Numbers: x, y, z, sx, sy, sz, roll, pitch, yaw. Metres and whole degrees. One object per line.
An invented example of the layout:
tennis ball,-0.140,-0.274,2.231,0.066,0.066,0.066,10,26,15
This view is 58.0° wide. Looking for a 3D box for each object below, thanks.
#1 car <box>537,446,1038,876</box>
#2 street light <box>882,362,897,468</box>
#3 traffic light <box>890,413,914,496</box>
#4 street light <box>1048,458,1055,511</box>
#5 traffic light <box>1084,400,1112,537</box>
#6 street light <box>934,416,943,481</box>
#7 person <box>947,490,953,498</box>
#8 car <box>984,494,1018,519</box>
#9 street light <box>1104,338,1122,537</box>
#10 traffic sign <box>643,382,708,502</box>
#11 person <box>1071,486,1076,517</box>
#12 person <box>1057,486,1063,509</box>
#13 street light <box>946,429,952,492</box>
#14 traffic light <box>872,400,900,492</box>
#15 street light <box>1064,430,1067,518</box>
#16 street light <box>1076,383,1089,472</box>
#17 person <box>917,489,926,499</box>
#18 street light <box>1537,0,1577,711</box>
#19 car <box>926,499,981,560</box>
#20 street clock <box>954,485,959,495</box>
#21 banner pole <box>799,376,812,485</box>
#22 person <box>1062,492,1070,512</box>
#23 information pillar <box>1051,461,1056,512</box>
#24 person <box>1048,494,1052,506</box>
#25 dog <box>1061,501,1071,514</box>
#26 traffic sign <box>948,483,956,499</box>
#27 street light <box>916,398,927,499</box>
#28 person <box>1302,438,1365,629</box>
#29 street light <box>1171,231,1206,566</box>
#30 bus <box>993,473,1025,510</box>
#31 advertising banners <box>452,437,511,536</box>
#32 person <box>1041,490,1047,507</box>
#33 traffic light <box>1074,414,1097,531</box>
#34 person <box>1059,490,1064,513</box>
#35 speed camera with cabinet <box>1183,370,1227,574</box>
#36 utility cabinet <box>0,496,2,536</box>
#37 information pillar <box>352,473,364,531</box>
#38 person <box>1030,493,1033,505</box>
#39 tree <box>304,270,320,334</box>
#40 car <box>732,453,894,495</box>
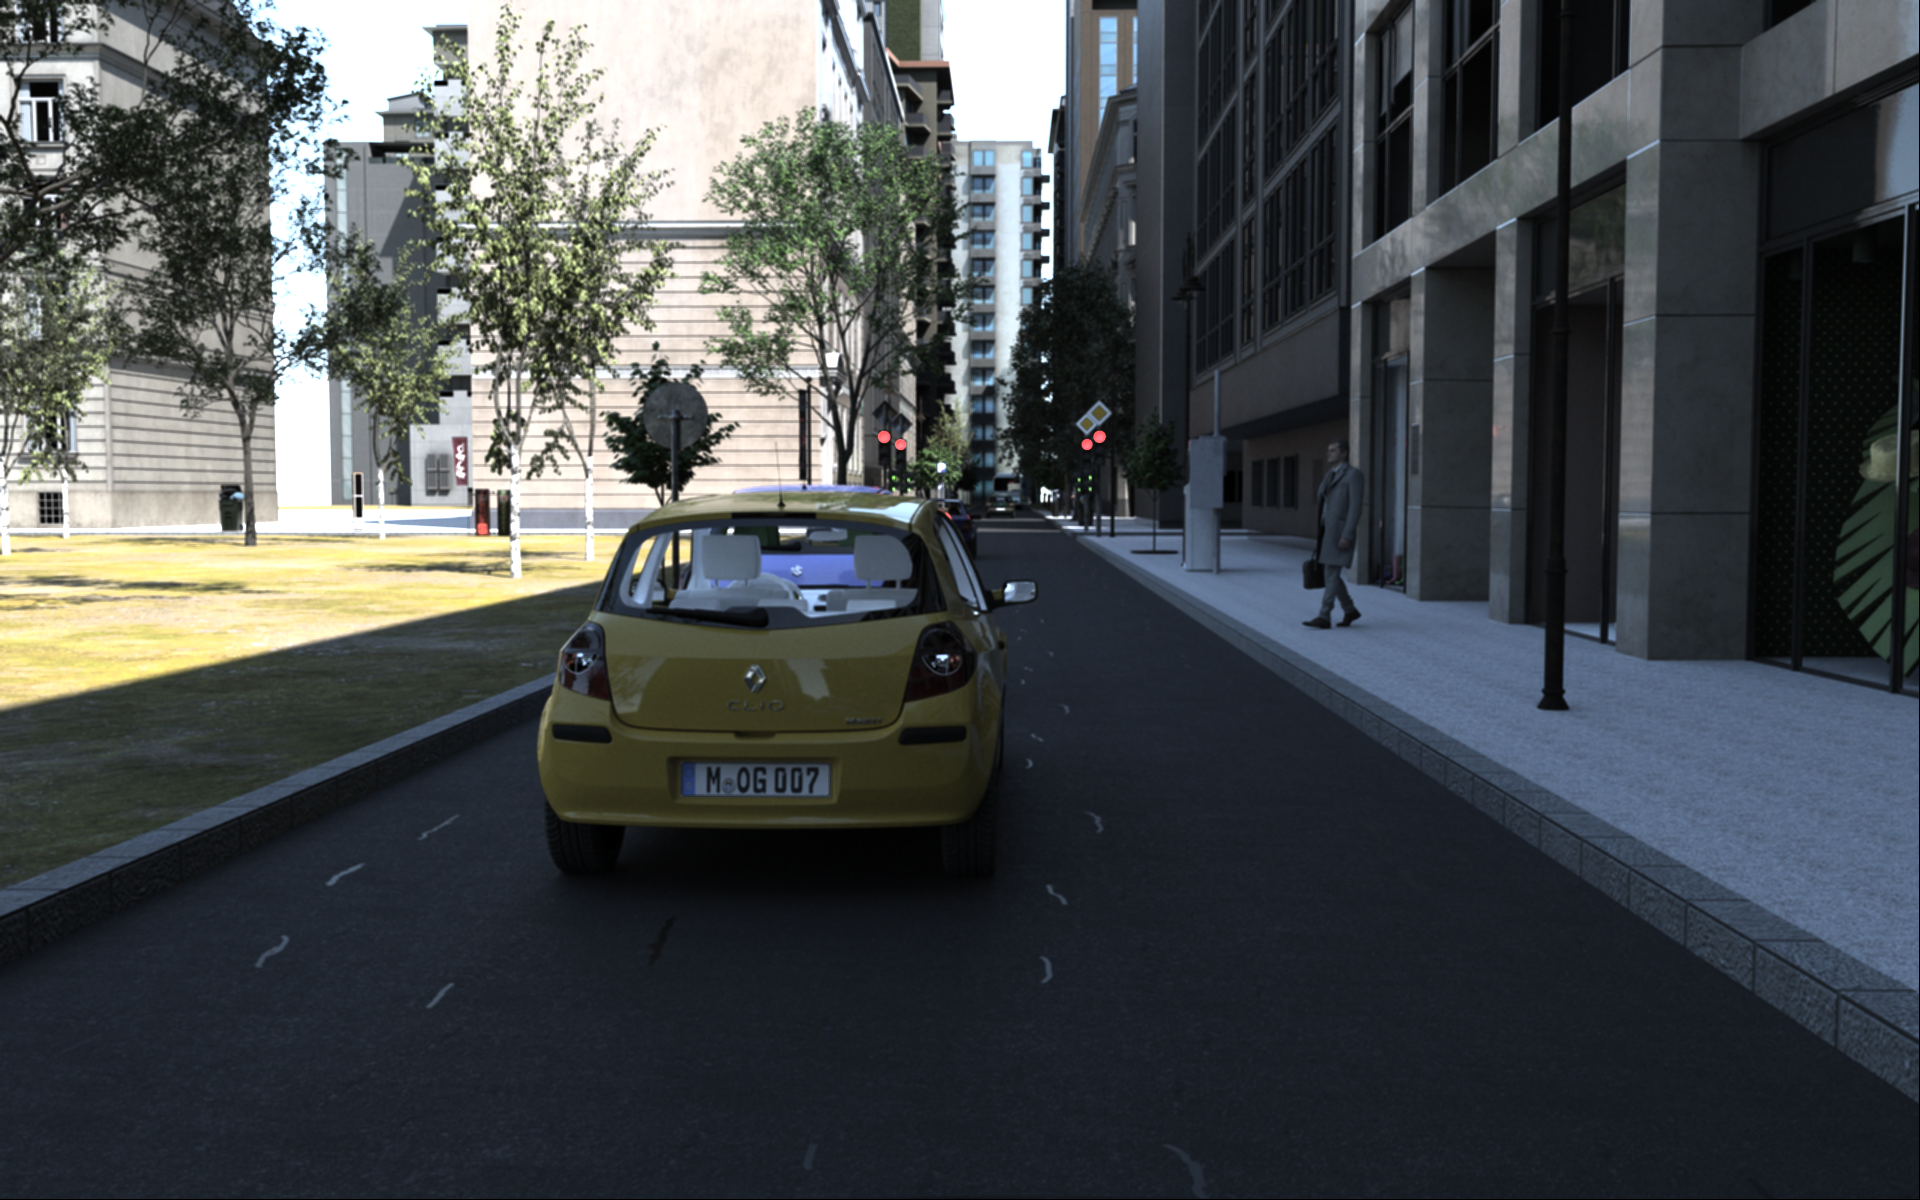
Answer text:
car,-0.644,0.139,7.955,2.015,1.641,3.980,0,4,2
street light,-2.457,-5.376,60.687,0.468,5.910,1.993,0,4,2
traffic light,-2.013,-4.340,59.879,0.839,4.253,0.868,0,4,2
street light,6.205,-8.617,113.681,0.468,5.910,1.993,0,4,2
traffic light,4.130,-3.842,51.741,0.839,4.253,0.868,0,4,2
street light,-1.275,-7.912,102.142,0.468,5.910,1.993,0,4,2
person,-0.806,-8.532,145.558,0.705,1.822,1.348,-1,4,-20
car,2.394,-5.652,102.200,2.009,1.686,4.222,0,4,1
street light,4.535,-4.806,51.366,0.468,5.910,1.993,0,4,2
traffic sign,-3.241,-1.198,19.699,0.768,2.556,0.104,0,4,8
person,6.425,-5.585,97.550,0.606,1.804,0.583,3,5,44
person,6.277,-6.417,111.307,0.623,1.781,0.721,-1,4,-17
street light,-0.740,-9.152,122.427,0.468,5.910,1.993,0,4,2
traffic light,-2.229,-3.852,51.897,0.839,4.253,0.868,0,4,2
street light,5.700,-7.379,93.429,0.468,5.910,1.993,0,4,2
street light,5.126,-6.101,72.546,0.468,5.910,1.993,0,4,2
person,-2.447,-6.437,111.681,0.661,1.777,0.834,2,4,35
street light,3.544,-2.286,10.171,0.468,5.910,1.993,0,4,2
car,-0.494,-1.630,39.232,1.945,1.354,3.894,0,4,1
street clock,-0.294,-7.809,132.255,0.358,2.002,0.471,-1,4,-23
banner pole,-3.266,-2.852,36.655,0.401,3.779,0.863,1,4,15
person,7.390,-6.988,120.973,0.731,1.740,0.598,-2,4,-25
information pillar,6.672,-8.051,122.990,0.183,3.616,0.504,-2,4,-28
person,9.745,-10.945,188.188,0.628,1.438,0.799,-1,4,-10
dog,6.738,-5.790,109.046,0.513,0.831,0.800,-1,4,-15
traffic sign,-0.681,-7.292,119.234,0.884,2.594,0.081,0,4,8
street light,-1.831,-6.647,81.461,0.468,5.910,1.993,0,4,2
person,3.573,-0.639,16.596,0.767,1.812,0.694,-1,4,-19
street light,4.035,-3.544,30.725,0.468,5.910,1.993,0,4,2
bus,4.512,-10.139,160.629,2.948,3.499,13.247,0,4,3
advertising banners,-14.563,-3.466,52.863,2.074,3.025,0.090,1,4,16
person,8.222,-10.019,170.649,0.742,1.727,0.445,2,4,31
traffic light,4.346,-4.330,59.724,0.839,4.253,0.868,0,4,2
person,6.628,-6.680,115.600,0.601,1.785,0.444,0,4,5
speed camera with cabinet,3.993,-2.085,28.432,0.660,3.252,2.038,0,4,5
utility cabinet,-29.963,-2.582,53.375,1.020,1.237,0.306,-2,4,-25
information pillar,-20.923,-3.405,60.169,0.304,2.012,0.304,-2,4,-34
person,8.386,-11.885,203.620,0.557,1.426,1.065,-1,4,-9
tree,-16.272,-6.048,49.242,4.737,8.622,4.395,0,3,0
car,-1.032,-0.188,12.662,1.945,1.707,3.694,0,4,0
